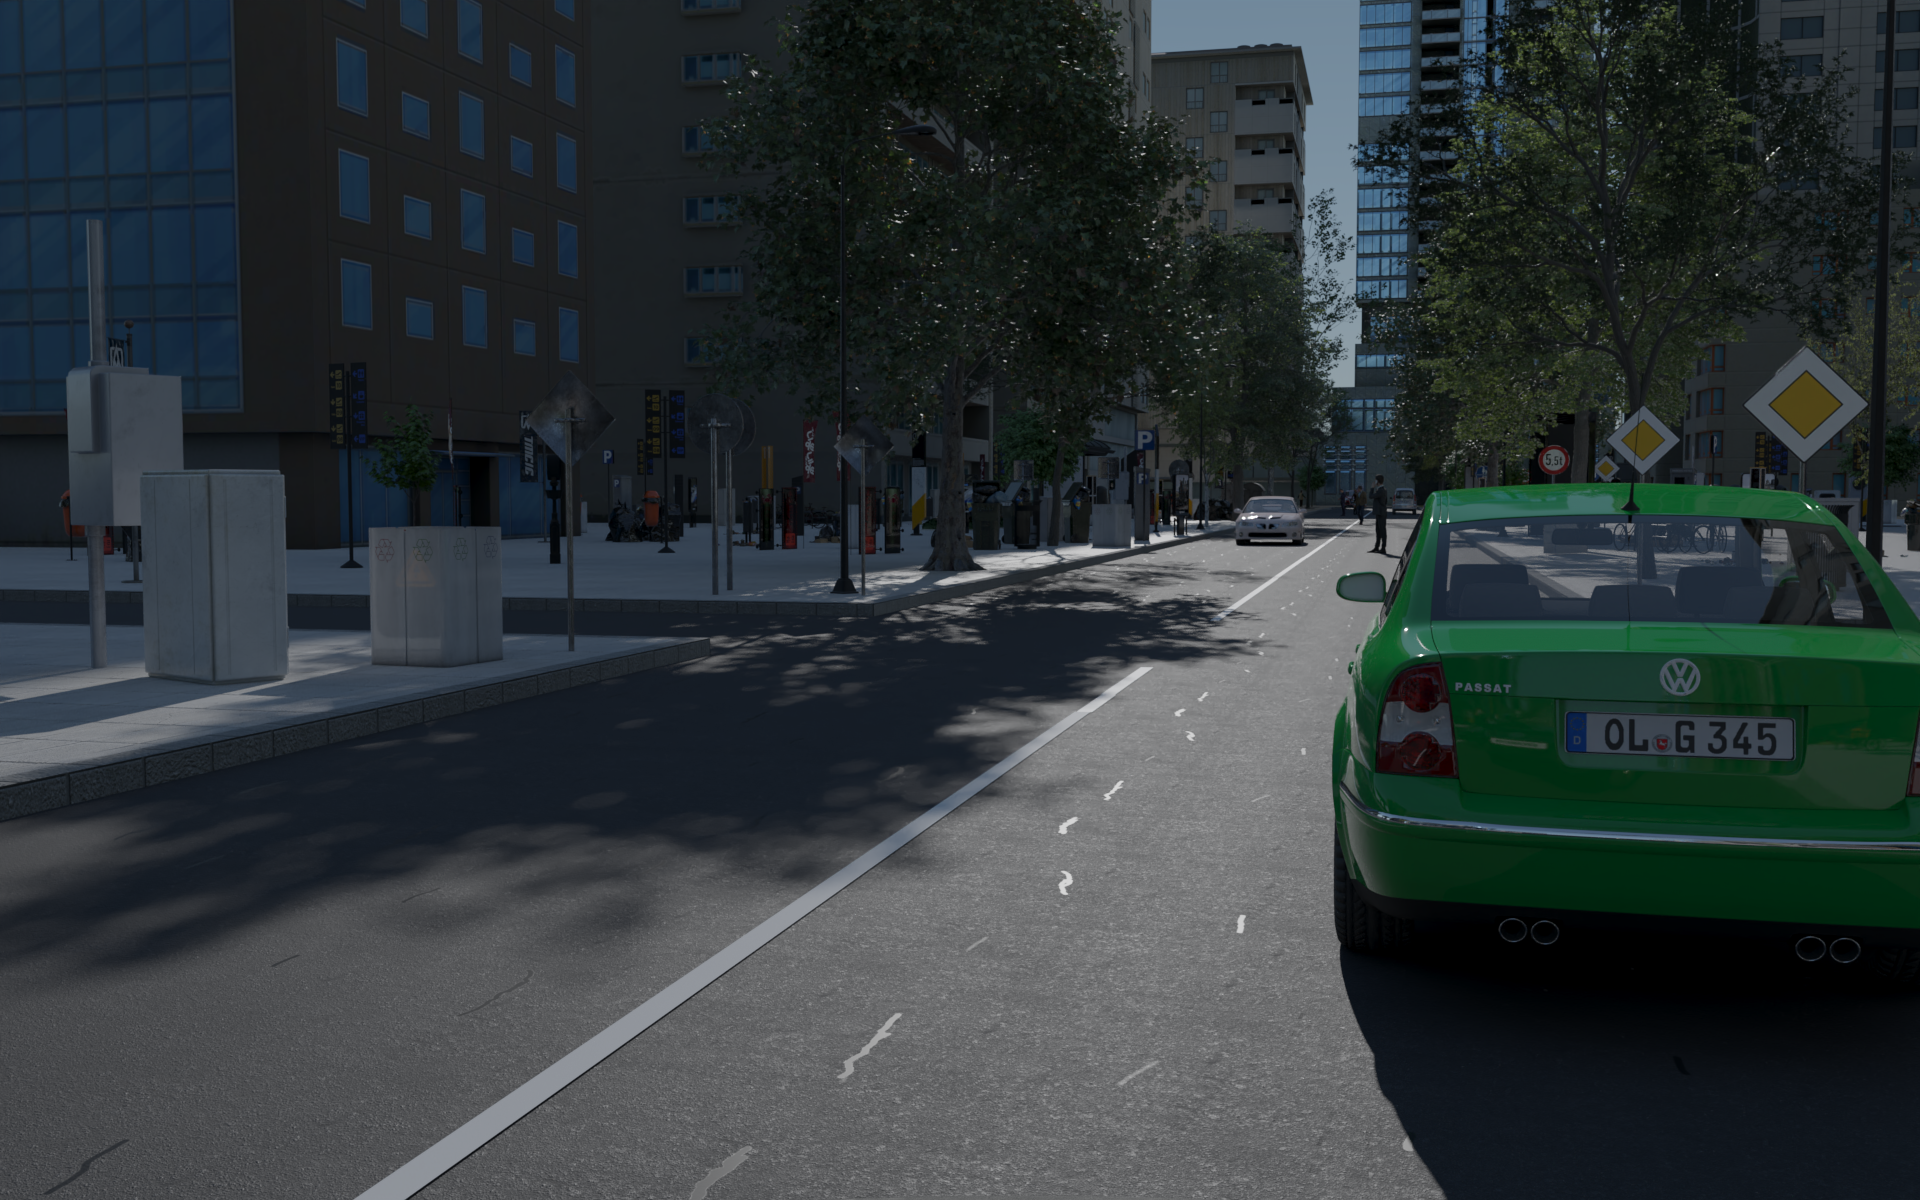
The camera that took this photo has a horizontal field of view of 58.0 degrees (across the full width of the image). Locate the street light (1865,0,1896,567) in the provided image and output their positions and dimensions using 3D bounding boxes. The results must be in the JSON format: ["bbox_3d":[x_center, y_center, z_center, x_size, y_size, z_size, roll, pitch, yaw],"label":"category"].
[{"bbox_3d":[5.691,-2.400,11.788,1.470,5.913,1.316,1,4,14],"label":"street light"}]

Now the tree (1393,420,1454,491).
[{"bbox_3d":[45.697,-15.776,164.591,9.857,13.997,8.962,0,3,0],"label":"tree"}]

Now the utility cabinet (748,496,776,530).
[{"bbox_3d":[-7.091,-3.102,61.881,1.020,1.237,0.306,2,4,26],"label":"utility cabinet"}]

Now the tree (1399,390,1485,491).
[{"bbox_3d":[41.874,-14.627,149.516,12.009,13.543,11.850,0,3,0],"label":"tree"}]

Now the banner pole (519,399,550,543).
[{"bbox_3d":[-11.223,-3.411,45.779,0.863,3.779,0.401,-1,4,-9],"label":"banner pole"}]

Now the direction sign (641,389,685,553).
[{"bbox_3d":[-6.404,-2.794,37.683,0.876,3.537,0.379,-2,4,-25],"label":"direction sign"}]

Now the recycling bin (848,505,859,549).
[{"bbox_3d":[-2.405,-1.728,40.811,0.722,1.027,0.722,0,4,5],"label":"recycling bin"}]

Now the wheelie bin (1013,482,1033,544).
[{"bbox_3d":[1.464,-2.246,44.638,0.693,1.594,0.980,-2,4,-28],"label":"wheelie bin"}]

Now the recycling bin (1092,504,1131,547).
[{"bbox_3d":[3.732,-1.836,42.568,0.722,1.027,0.722,3,4,38],"label":"recycling bin"}]

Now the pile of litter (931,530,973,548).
[{"bbox_3d":[-0.087,-1.701,41.775,1.176,0.858,1.719,2,4,34],"label":"pile of litter"}]

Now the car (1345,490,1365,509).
[{"bbox_3d":[37.327,-9.510,164.162,2.281,1.827,5.304,1,4,12],"label":"car"}]

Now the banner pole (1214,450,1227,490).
[{"bbox_3d":[14.435,-6.451,95.490,0.863,3.779,0.401,1,4,15],"label":"banner pole"}]

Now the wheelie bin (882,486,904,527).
[{"bbox_3d":[-2.581,-3.648,67.546,0.980,1.594,0.693,-3,5,-44],"label":"wheelie bin"}]

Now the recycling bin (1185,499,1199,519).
[{"bbox_3d":[12.052,-4.760,90.384,0.722,1.027,0.722,3,5,41],"label":"recycling bin"}]

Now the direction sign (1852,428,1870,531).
[{"bbox_3d":[30.975,-4.124,59.428,0.876,3.537,0.379,-1,4,-17],"label":"direction sign"}]

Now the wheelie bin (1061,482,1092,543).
[{"bbox_3d":[3.080,-2.303,45.563,0.693,1.594,0.980,-1,4,-17],"label":"wheelie bin"}]

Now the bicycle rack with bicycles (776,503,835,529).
[{"bbox_3d":[-6.385,-3.429,69.440,2.925,0.926,2.852,0,4,-4],"label":"bicycle rack with bicycles"}]

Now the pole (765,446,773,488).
[{"bbox_3d":[-7.999,-4.850,73.138,0.158,3.312,0.155,0,3,0],"label":"pole"}]

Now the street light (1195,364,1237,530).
[{"bbox_3d":[9.212,-5.487,62.247,1.470,5.913,1.316,1,4,14],"label":"street light"}]

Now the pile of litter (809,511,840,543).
[{"bbox_3d":[-3.100,-1.945,45.772,1.719,0.858,1.176,0,4,3],"label":"pile of litter"}]

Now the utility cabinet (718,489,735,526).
[{"bbox_3d":[-9.411,-3.729,69.654,0.318,1.500,1.173,1,4,15],"label":"utility cabinet"}]

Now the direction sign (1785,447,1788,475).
[{"bbox_3d":[34.329,-4.947,72.877,0.876,3.537,0.379,2,4,33],"label":"direction sign"}]

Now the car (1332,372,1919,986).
[{"bbox_3d":[2.395,0.137,6.561,1.959,1.807,4.718,1,4,15],"label":"car"}]

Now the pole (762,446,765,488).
[{"bbox_3d":[-8.360,-4.900,73.956,0.158,3.312,0.155,0,3,0],"label":"pole"}]

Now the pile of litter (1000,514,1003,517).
[{"bbox_3d":[2.153,-4.325,84.685,1.719,0.858,1.176,-1,4,-14],"label":"pile of litter"}]

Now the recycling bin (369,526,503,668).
[{"bbox_3d":[-3.984,-0.039,13.195,0.722,1.027,0.722,1,4,21],"label":"recycling bin"}]

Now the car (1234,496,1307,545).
[{"bbox_3d":[9.054,-2.326,50.395,2.083,1.381,4.827,1,4,13],"label":"car"}]

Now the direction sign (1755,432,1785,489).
[{"bbox_3d":[29.330,-4.338,62.916,0.876,3.537,0.379,2,4,32],"label":"direction sign"}]

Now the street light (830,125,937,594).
[{"bbox_3d":[-0.971,-3.029,22.071,1.470,5.913,1.316,1,4,14],"label":"street light"}]

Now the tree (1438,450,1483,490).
[{"bbox_3d":[32.224,-7.757,110.541,4.285,4.588,4.351,0,3,0],"label":"tree"}]

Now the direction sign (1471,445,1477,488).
[{"bbox_3d":[23.626,-5.363,79.682,0.379,3.537,0.876,2,4,32],"label":"direction sign"}]

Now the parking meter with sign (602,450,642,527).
[{"bbox_3d":[-13.420,-4.449,68.999,0.543,3.016,1.738,2,4,32],"label":"parking meter with sign"}]

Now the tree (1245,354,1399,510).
[{"bbox_3d":[26.738,-14.014,139.493,12.009,13.543,11.850,0,3,0],"label":"tree"}]

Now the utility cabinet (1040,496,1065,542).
[{"bbox_3d":[2.606,-2.187,46.916,0.306,1.237,1.020,3,5,44],"label":"utility cabinet"}]

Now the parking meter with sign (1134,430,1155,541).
[{"bbox_3d":[5.072,-3.169,48.066,0.543,3.016,1.738,0,4,3],"label":"parking meter with sign"}]

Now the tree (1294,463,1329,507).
[{"bbox_3d":[33.765,-11.177,166.454,4.285,4.588,4.351,0,3,0],"label":"tree"}]

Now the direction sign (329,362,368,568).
[{"bbox_3d":[-10.571,-2.324,29.989,0.876,3.537,0.379,2,4,28],"label":"direction sign"}]

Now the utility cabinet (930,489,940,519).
[{"bbox_3d":[-0.886,-4.398,80.586,0.318,1.500,1.173,3,5,41],"label":"utility cabinet"}]

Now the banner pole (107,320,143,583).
[{"bbox_3d":[-11.925,-2.123,24.731,0.401,3.779,0.863,0,4,0],"label":"banner pole"}]

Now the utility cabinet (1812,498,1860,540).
[{"bbox_3d":[14.227,-1.064,28.558,1.020,1.237,0.306,1,4,13],"label":"utility cabinet"}]

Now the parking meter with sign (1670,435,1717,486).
[{"bbox_3d":[21.589,-3.392,51.715,1.738,3.016,0.543,2,4,33],"label":"parking meter with sign"}]

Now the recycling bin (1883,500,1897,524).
[{"bbox_3d":[40.031,-3.815,74.929,0.722,1.027,0.722,-3,5,-43],"label":"recycling bin"}]

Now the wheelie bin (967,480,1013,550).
[{"bbox_3d":[0.632,-1.948,39.752,0.980,1.594,0.693,0,4,6],"label":"wheelie bin"}]

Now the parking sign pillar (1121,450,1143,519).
[{"bbox_3d":[9.069,-6.242,90.534,1.447,3.967,1.447,1,4,13],"label":"parking sign pillar"}]

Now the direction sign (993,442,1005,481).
[{"bbox_3d":[1.624,-4.927,72.549,0.379,3.537,0.876,2,4,34],"label":"direction sign"}]

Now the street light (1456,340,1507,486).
[{"bbox_3d":[15.758,-4.853,51.892,1.470,5.913,1.316,1,4,14],"label":"street light"}]

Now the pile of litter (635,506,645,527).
[{"bbox_3d":[-11.419,-3.032,63.541,1.176,0.858,1.719,1,4,18],"label":"pile of litter"}]

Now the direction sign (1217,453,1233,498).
[{"bbox_3d":[13.653,-5.938,89.078,0.876,3.537,0.379,1,4,18],"label":"direction sign"}]

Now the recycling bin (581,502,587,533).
[{"bbox_3d":[-12.779,-2.723,57.076,0.722,1.027,0.722,2,4,24],"label":"recycling bin"}]

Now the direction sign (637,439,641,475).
[{"bbox_3d":[-12.953,-4.850,71.289,0.379,3.537,0.876,2,4,35],"label":"direction sign"}]
